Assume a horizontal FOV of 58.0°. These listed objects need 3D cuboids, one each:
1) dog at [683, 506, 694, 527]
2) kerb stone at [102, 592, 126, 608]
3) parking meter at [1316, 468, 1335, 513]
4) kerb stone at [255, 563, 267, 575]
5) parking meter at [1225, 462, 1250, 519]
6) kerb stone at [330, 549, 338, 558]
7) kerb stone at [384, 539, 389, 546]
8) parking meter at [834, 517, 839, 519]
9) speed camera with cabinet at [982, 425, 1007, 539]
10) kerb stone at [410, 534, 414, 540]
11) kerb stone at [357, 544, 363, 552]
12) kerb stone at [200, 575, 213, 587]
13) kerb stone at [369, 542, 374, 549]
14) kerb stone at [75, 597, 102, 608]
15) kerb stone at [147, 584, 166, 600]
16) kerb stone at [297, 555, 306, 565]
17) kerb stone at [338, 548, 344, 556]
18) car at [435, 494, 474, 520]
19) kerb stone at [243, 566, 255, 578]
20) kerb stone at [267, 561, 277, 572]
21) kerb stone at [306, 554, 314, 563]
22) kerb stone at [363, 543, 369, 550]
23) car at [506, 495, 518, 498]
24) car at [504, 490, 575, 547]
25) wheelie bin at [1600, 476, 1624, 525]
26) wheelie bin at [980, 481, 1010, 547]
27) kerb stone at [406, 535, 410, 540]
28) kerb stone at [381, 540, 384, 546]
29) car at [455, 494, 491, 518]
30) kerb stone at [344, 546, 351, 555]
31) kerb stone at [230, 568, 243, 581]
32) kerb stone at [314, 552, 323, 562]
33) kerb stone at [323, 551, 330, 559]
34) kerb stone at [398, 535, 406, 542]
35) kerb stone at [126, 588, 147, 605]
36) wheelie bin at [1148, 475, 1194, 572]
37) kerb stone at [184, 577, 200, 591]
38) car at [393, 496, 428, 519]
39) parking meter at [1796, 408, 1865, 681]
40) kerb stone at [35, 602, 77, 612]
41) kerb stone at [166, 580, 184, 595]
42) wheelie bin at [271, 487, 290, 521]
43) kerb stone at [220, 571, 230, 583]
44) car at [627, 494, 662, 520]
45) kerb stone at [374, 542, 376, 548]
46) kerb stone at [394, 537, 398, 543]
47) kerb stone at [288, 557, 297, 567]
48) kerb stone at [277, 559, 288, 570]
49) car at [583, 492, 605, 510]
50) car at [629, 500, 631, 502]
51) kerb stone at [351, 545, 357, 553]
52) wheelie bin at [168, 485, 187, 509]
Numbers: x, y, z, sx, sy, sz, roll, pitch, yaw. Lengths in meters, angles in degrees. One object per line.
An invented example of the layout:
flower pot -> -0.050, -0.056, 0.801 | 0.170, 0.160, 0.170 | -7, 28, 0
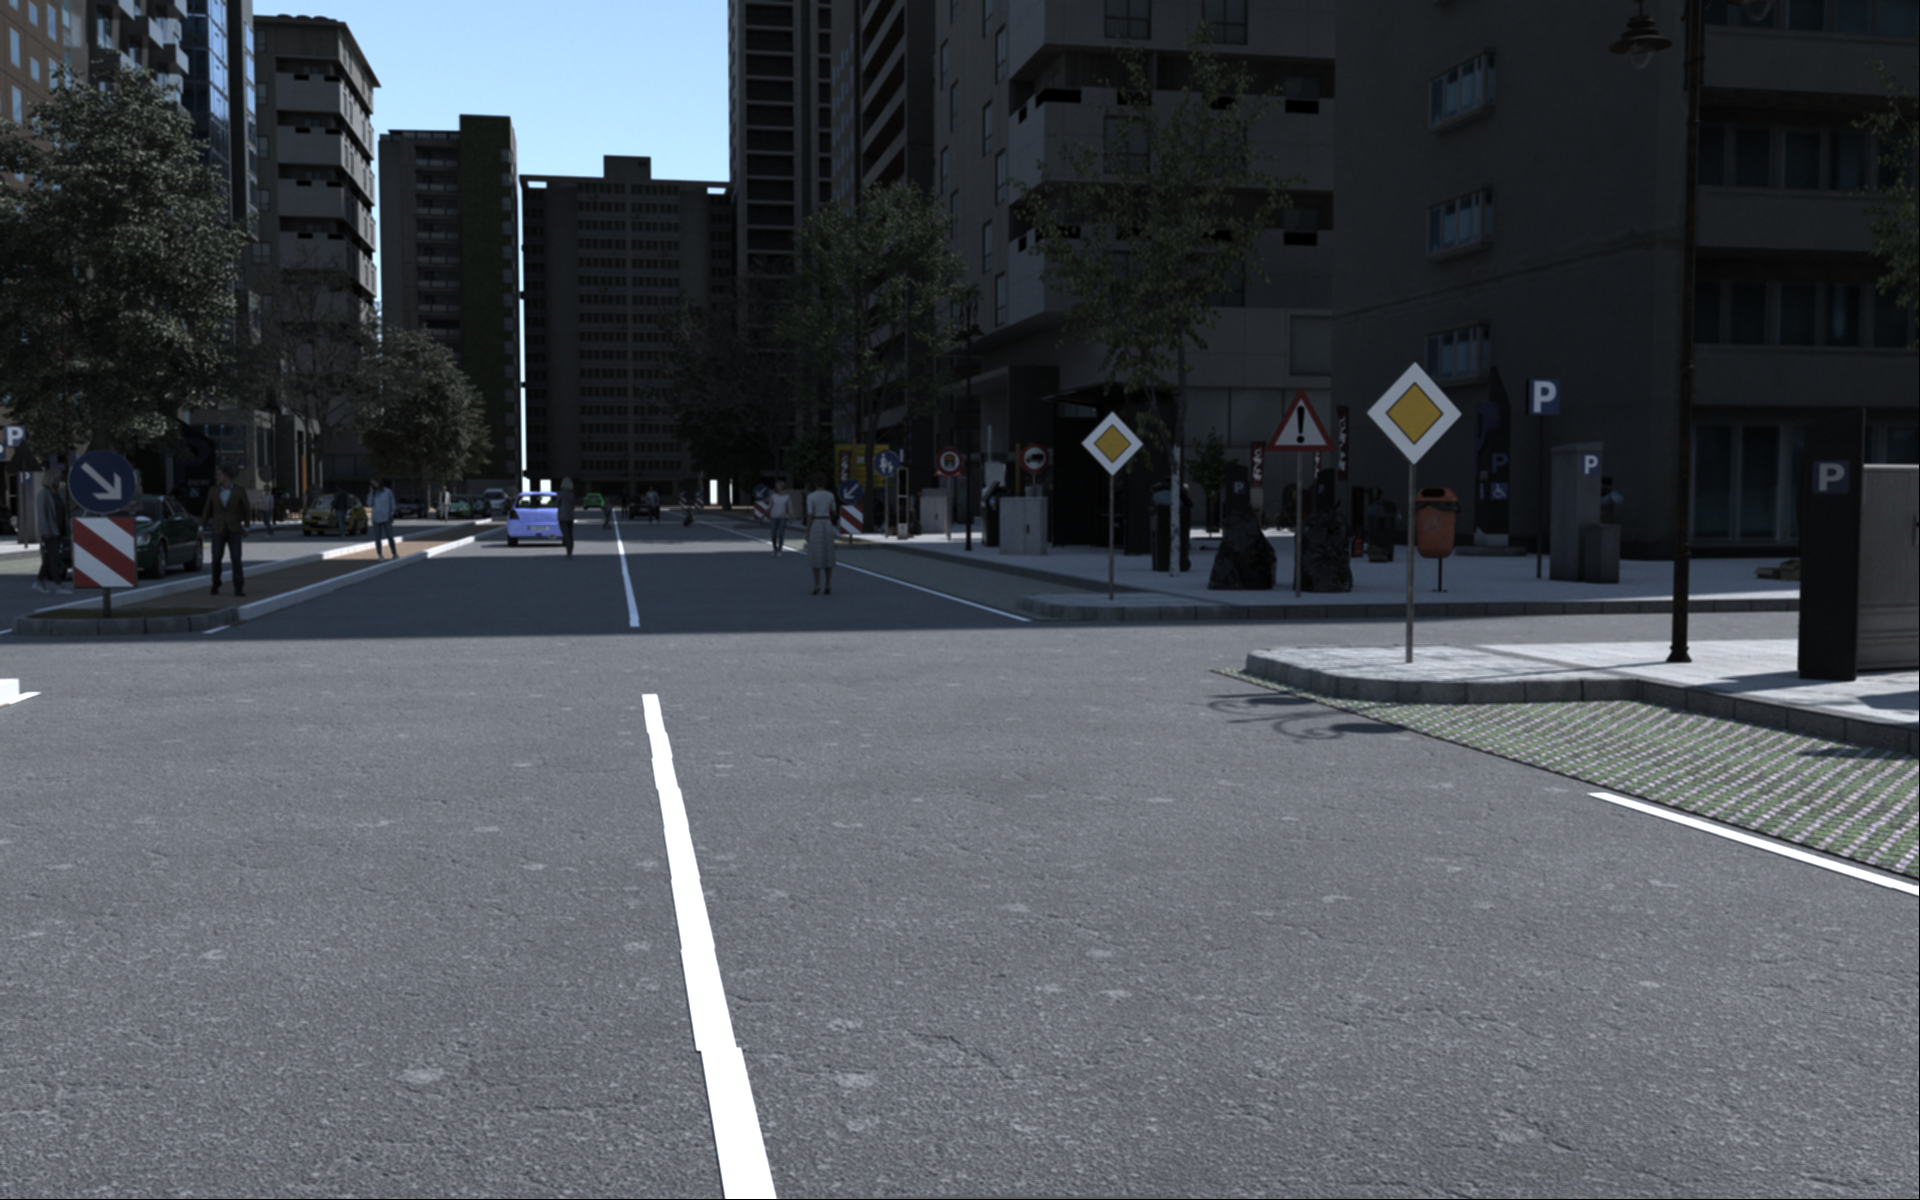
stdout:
dog -> -11.971, -3.648, 76.486 | 0.513, 0.831, 0.800 | 0, 4, 7
kerb stone -> -10.666, 0.033, 21.649 | 0.120, 0.150, 1.000 | -1, 4, -11
parking meter -> 8.329, -2.068, 39.519 | 0.255, 1.863, 0.399 | -2, 4, -28
kerb stone -> -12.495, -0.521, 30.707 | 0.120, 0.150, 1.000 | -1, 4, -11
parking meter -> 5.005, -1.561, 31.234 | 0.399, 1.863, 0.255 | 0, 4, -5
kerb stone -> -14.118, -1.007, 38.740 | 0.120, 0.150, 1.000 | -1, 4, -11
kerb stone -> -15.949, -1.566, 47.794 | 0.120, 0.150, 1.000 | -1, 4, -11
parking meter -> -6.191, -4.840, 87.550 | 0.372, 1.533, 0.369 | 0, 3, 0
speed camera with cabinet -> 0.982, -3.353, 49.161 | 0.660, 3.252, 2.038 | 0, 4, 5
kerb stone -> -17.173, -1.935, 53.829 | 0.120, 0.150, 1.000 | -1, 4, -11
kerb stone -> -14.935, -1.259, 42.773 | 0.120, 0.150, 1.000 | -1, 4, -11
kerb stone -> -11.695, -0.274, 26.673 | 0.120, 0.150, 1.000 | -1, 4, -11
kerb stone -> -15.344, -1.374, 44.777 | 0.120, 0.150, 1.000 | -1, 4, -11
kerb stone -> -10.466, 0.095, 20.646 | 0.120, 0.150, 1.000 | -1, 4, -11
kerb stone -> -11.073, -0.090, 23.662 | 0.120, 0.150, 1.000 | -1, 4, -11
kerb stone -> -13.312, -0.767, 34.730 | 0.120, 0.150, 1.000 | -1, 4, -11
kerb stone -> -14.329, -1.073, 39.743 | 0.120, 0.150, 1.000 | -1, 4, -11
car -> -28.411, -5.240, 97.476 | 2.131, 1.459, 4.920 | -1, 4, -12
kerb stone -> -12.294, -0.458, 29.691 | 0.120, 0.150, 1.000 | -1, 4, -11
kerb stone -> -12.706, -0.582, 31.712 | 0.120, 0.150, 1.000 | -1, 4, -11
kerb stone -> -13.520, -0.828, 35.731 | 0.120, 0.150, 1.000 | -1, 4, -11
kerb stone -> -15.143, -1.320, 43.774 | 0.120, 0.150, 1.000 | -1, 4, -11
car -> -36.320, -7.793, 139.780 | 2.083, 1.381, 4.827 | -1, 4, -11
car -> -11.740, -2.370, 48.335 | 1.945, 1.707, 3.694 | -1, 4, -13
wheelie bin -> 11.038, -1.361, 30.158 | 0.980, 1.594, 0.693 | 1, 4, 9
wheelie bin -> 0.878, -2.109, 42.393 | 0.693, 1.594, 0.980 | -1, 4, -11
kerb stone -> -16.978, -1.871, 52.821 | 0.120, 0.150, 1.000 | -1, 4, -11
kerb stone -> -15.760, -1.503, 46.789 | 0.120, 0.150, 1.000 | -1, 4, -11
car -> -29.500, -5.700, 104.988 | 2.131, 1.459, 4.920 | -1, 4, -10
kerb stone -> -14.532, -1.133, 40.751 | 0.120, 0.150, 1.000 | -1, 4, -11
kerb stone -> -12.088, -0.396, 28.690 | 0.120, 0.150, 1.000 | -1, 4, -11
kerb stone -> -13.718, -0.889, 36.734 | 0.120, 0.150, 1.000 | -1, 4, -11
kerb stone -> -13.922, -0.943, 37.736 | 0.120, 0.150, 1.000 | -1, 4, -11
kerb stone -> -16.769, -1.812, 51.820 | 0.120, 0.150, 1.000 | -1, 4, -11
kerb stone -> -10.869, -0.028, 22.651 | 0.120, 0.150, 1.000 | -1, 4, -11
wheelie bin -> 3.490, -1.278, 28.798 | 0.693, 1.594, 0.980 | 0, 4, -5
kerb stone -> -11.488, -0.212, 25.672 | 0.120, 0.150, 1.000 | -1, 4, -11
car -> -32.670, -5.524, 102.897 | 1.945, 1.354, 3.894 | -1, 4, -10
parking meter -> 6.011, -0.384, 11.992 | 0.399, 1.863, 0.255 | 2, 4, 31
kerb stone -> -10.264, 0.159, 19.642 | 0.120, 0.150, 1.000 | -1, 4, -11
kerb stone -> -11.279, -0.151, 24.668 | 0.120, 0.150, 1.000 | -1, 4, -11
wheelie bin -> -32.377, -4.556, 82.401 | 0.980, 1.594, 0.693 | -2, 4, -28
kerb stone -> -11.889, -0.329, 27.680 | 0.120, 0.150, 1.000 | -1, 4, -11
car -> -17.987, -5.438, 98.690 | 2.009, 1.686, 4.222 | -1, 4, -10
kerb stone -> -15.545, -1.442, 45.779 | 0.120, 0.150, 1.000 | -1, 4, -11
kerb stone -> -16.365, -1.688, 49.796 | 0.120, 0.150, 1.000 | -1, 4, -11
kerb stone -> -13.114, -0.705, 33.720 | 0.120, 0.150, 1.000 | -1, 4, -11
kerb stone -> -12.905, -0.643, 32.717 | 0.120, 0.150, 1.000 | -1, 4, -11
car -> -33.566, -9.177, 158.834 | 1.959, 1.807, 4.718 | -1, 4, -10
car -> -21.189, -6.506, 116.152 | 2.009, 1.686, 4.222 | -1, 4, -11
kerb stone -> -14.735, -1.193, 41.767 | 0.120, 0.150, 1.000 | -1, 4, -11
wheelie bin -> -25.862, -3.013, 57.170 | 0.693, 1.594, 0.980 | -2, 4, -28
